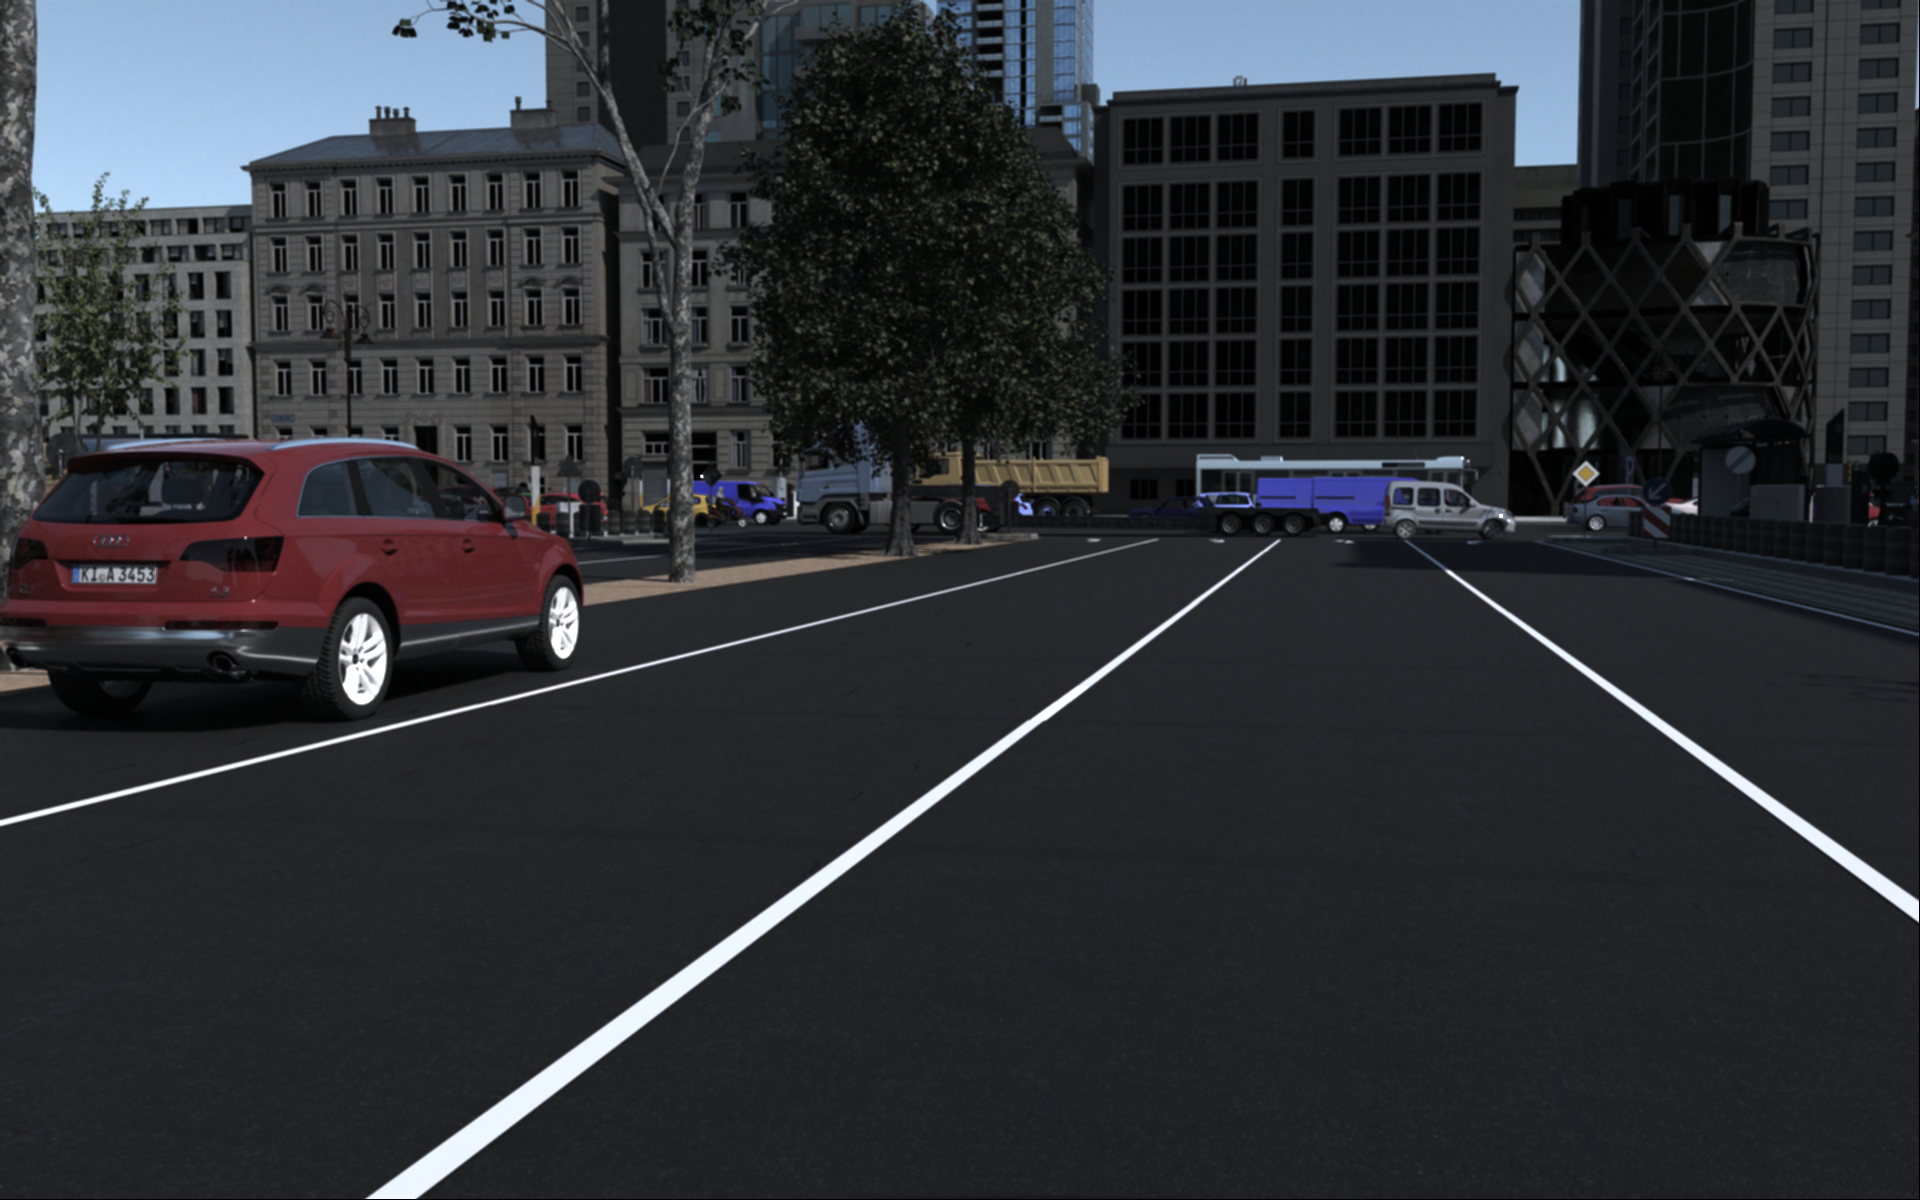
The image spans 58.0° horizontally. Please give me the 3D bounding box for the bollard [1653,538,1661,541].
[{"bbox_3d":[19.293,-2.001,47.436,0.404,0.777,0.398,0,3,0],"label":"bollard"}]

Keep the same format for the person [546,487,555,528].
[{"bbox_3d":[-17.057,-3.853,72.311,0.431,1.722,0.655,-3,4,-36],"label":"person"}]

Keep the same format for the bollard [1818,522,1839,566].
[{"bbox_3d":[15.669,-0.993,30.956,0.404,0.777,0.398,0,3,0],"label":"bollard"}]

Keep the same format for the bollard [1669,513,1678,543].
[{"bbox_3d":[18.781,-1.857,45.087,0.404,0.777,0.398,0,3,0],"label":"bollard"}]

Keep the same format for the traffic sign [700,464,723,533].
[{"bbox_3d":[-8.252,-3.289,57.422,0.795,2.450,0.064,1,4,12],"label":"traffic sign"}]

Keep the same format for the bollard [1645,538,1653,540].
[{"bbox_3d":[19.553,-2.073,48.609,0.404,0.777,0.398,0,3,0],"label":"bollard"}]

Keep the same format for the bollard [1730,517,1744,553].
[{"bbox_3d":[17.230,-1.426,38.033,0.404,0.777,0.398,0,3,0],"label":"bollard"}]

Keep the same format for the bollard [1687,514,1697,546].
[{"bbox_3d":[18.260,-1.714,42.739,0.404,0.777,0.398,0,3,0],"label":"bollard"}]

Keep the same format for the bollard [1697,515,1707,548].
[{"bbox_3d":[18.006,-1.642,41.564,0.404,0.777,0.398,0,3,0],"label":"bollard"}]

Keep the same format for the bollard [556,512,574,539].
[{"bbox_3d":[-11.489,-2.160,50.038,0.404,0.777,0.398,0,3,0],"label":"bollard"}]

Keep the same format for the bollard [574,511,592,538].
[{"bbox_3d":[-11.232,-2.232,51.212,0.404,0.777,0.398,0,3,0],"label":"bollard"}]

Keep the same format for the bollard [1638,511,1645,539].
[{"bbox_3d":[19.816,-2.145,49.790,0.404,0.777,0.398,0,3,0],"label":"bollard"}]

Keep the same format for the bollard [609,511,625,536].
[{"bbox_3d":[-10.711,-2.376,53.568,0.404,0.777,0.398,0,3,0],"label":"bollard"}]

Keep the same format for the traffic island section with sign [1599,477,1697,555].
[{"bbox_3d":[16.408,-2.006,41.419,1.989,1.847,2.006,1,4,12],"label":"traffic island section with sign"}]

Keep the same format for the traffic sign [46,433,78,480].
[{"bbox_3d":[-18.780,-2.207,36.196,0.768,2.556,0.104,1,4,13],"label":"traffic sign"}]

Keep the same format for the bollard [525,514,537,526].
[{"bbox_3d":[-12.008,-2.017,47.691,0.404,0.777,0.398,0,3,0],"label":"bollard"}]

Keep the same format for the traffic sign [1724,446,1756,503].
[{"bbox_3d":[20.641,-2.801,45.907,0.768,2.556,0.104,1,4,15],"label":"traffic sign"}]

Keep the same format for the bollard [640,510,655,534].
[{"bbox_3d":[-10.197,-2.520,55.916,0.404,0.777,0.398,0,3,0],"label":"bollard"}]

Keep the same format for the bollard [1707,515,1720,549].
[{"bbox_3d":[17.742,-1.570,40.392,0.404,0.777,0.398,0,3,0],"label":"bollard"}]

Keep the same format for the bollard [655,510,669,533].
[{"bbox_3d":[-9.936,-2.592,57.089,0.404,0.777,0.398,0,3,0],"label":"bollard"}]

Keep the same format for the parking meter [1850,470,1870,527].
[{"bbox_3d":[22.112,-2.253,42.550,0.399,1.863,0.255,-1,4,-23],"label":"parking meter"}]

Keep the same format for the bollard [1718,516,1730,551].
[{"bbox_3d":[17.490,-1.498,39.206,0.404,0.777,0.398,0,3,0],"label":"bollard"}]

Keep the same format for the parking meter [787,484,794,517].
[{"bbox_3d":[-9.449,-5.553,96.495,0.255,1.863,0.399,1,4,23],"label":"parking meter"}]

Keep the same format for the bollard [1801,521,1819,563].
[{"bbox_3d":[15.929,-1.066,32.148,0.404,0.777,0.398,0,3,0],"label":"bollard"}]

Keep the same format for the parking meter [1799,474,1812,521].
[{"bbox_3d":[23.357,-2.588,48.032,0.255,1.863,0.399,-3,5,-44],"label":"parking meter"}]

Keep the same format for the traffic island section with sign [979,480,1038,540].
[{"bbox_3d":[1.470,-2.902,55.592,2.006,1.907,1.989,1,4,12],"label":"traffic island section with sign"}]

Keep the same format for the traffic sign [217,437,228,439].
[{"bbox_3d":[-16.532,-2.368,38.823,0.768,2.556,0.104,1,4,15],"label":"traffic sign"}]

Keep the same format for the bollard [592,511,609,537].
[{"bbox_3d":[-10.971,-2.304,52.390,0.404,0.777,0.398,0,3,0],"label":"bollard"}]

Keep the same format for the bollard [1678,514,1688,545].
[{"bbox_3d":[18.527,-1.786,43.912,0.404,0.777,0.398,0,3,0],"label":"bollard"}]

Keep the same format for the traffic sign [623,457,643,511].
[{"bbox_3d":[-11.151,-3.601,58.983,0.768,2.556,0.104,1,4,17],"label":"traffic sign"}]

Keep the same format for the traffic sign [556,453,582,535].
[{"bbox_3d":[-12.321,-3.338,54.573,0.884,2.594,0.081,1,4,13],"label":"traffic sign"}]

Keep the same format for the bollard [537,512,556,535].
[{"bbox_3d":[-11.749,-2.089,48.865,0.404,0.777,0.398,0,3,0],"label":"bollard"}]

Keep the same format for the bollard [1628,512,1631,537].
[{"bbox_3d":[20.330,-2.289,52.138,0.404,0.777,0.398,0,3,0],"label":"bollard"}]

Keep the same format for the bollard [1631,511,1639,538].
[{"bbox_3d":[20.070,-2.217,50.964,0.404,0.777,0.398,0,3,0],"label":"bollard"}]

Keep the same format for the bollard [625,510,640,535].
[{"bbox_3d":[-10.457,-2.448,54.742,0.404,0.777,0.398,0,3,0],"label":"bollard"}]

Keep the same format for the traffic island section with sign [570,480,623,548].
[{"bbox_3d":[-10.258,-2.342,46.926,1.989,1.847,2.006,1,4,12],"label":"traffic island section with sign"}]

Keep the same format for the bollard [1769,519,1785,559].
[{"bbox_3d":[16.451,-1.210,34.503,0.404,0.777,0.398,0,3,0],"label":"bollard"}]

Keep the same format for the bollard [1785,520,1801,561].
[{"bbox_3d":[16.193,-1.138,33.328,0.404,0.777,0.398,0,3,0],"label":"bollard"}]

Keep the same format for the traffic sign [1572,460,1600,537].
[{"bbox_3d":[18.598,-2.928,51.513,0.795,2.450,0.064,1,4,12],"label":"traffic sign"}]

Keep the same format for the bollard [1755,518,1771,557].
[{"bbox_3d":[16.709,-1.282,35.678,0.404,0.777,0.398,0,3,0],"label":"bollard"}]

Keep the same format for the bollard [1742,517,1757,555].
[{"bbox_3d":[16.967,-1.354,36.855,0.404,0.777,0.398,0,3,0],"label":"bollard"}]

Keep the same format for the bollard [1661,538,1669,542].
[{"bbox_3d":[19.038,-1.929,46.261,0.404,0.777,0.398,0,3,0],"label":"bollard"}]
